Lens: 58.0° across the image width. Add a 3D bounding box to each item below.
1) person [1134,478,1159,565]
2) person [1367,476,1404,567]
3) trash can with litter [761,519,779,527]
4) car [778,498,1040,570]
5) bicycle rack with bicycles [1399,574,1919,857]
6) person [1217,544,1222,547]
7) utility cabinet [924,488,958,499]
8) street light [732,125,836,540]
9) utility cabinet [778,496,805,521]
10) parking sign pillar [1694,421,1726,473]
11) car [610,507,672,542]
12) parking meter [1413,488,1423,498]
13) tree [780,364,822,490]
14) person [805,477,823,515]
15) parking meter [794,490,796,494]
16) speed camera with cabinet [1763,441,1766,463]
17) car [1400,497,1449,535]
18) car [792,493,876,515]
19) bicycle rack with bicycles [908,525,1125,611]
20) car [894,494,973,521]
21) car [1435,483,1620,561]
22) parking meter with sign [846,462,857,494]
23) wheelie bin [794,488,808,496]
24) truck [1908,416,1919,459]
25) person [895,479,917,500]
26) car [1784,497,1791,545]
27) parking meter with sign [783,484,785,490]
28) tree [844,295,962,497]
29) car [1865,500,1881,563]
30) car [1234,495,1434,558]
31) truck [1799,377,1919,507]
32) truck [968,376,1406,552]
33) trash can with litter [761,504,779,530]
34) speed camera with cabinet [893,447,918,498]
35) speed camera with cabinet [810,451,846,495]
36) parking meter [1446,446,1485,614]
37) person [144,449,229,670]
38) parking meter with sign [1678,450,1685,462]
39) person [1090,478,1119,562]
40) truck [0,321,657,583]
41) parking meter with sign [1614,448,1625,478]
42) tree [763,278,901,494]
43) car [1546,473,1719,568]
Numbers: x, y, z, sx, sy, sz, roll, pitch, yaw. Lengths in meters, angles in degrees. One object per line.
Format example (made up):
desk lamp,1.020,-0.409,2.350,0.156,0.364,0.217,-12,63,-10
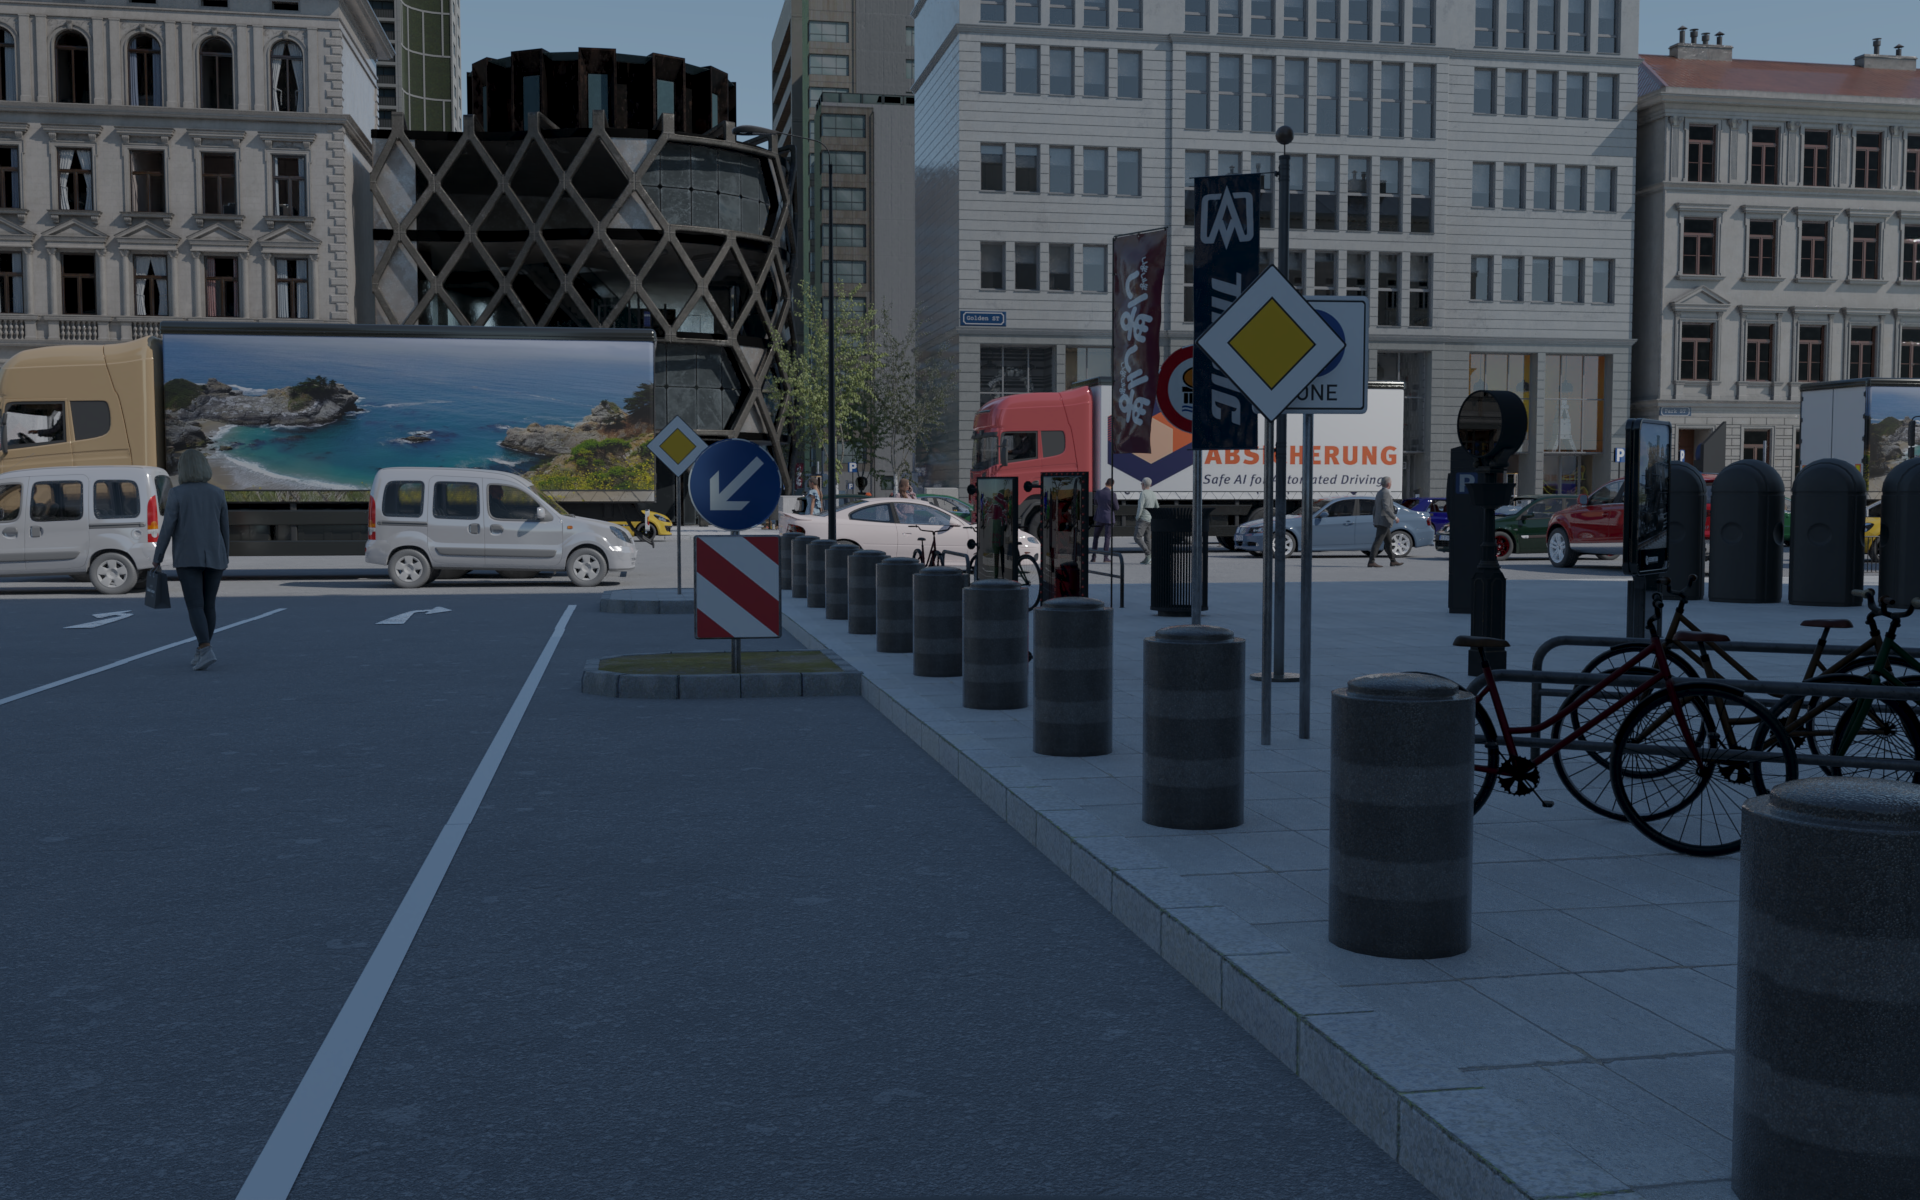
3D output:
person,3.879,-1.616,35.408,0.515,1.767,0.782,3,4,36
person,8.364,-1.528,33.876,0.834,1.777,0.661,-1,4,-12
trash can with litter,-7.087,-3.382,66.688,1.055,1.170,0.624,-2,4,-29
car,-0.904,-1.163,31.381,4.827,1.381,2.083,-1,4,-11
bicycle rack with bicycles,3.210,0.399,6.852,2.925,0.926,2.852,2,4,28
person,7.295,-2.340,47.111,0.624,1.780,0.694,1,4,8
utility cabinet,-0.656,-3.204,61.061,1.173,1.500,0.318,-1,4,-19
street light,-2.178,-3.029,22.068,1.470,5.913,1.316,-1,4,-11
utility cabinet,-5.927,-3.061,61.214,1.020,1.237,0.306,-3,5,-43
parking sign pillar,27.674,-4.618,63.971,1.447,3.967,1.447,-2,4,-32
car,-10.714,-2.576,52.344,3.980,1.641,2.015,-1,4,-12
parking meter,18.363,-3.734,69.468,0.372,1.533,0.369,0,3,0
tree,-8.982,-8.613,91.187,4.360,8.622,3.978,0,3,0
person,-3.245,-1.864,39.068,0.778,1.811,0.616,2,4,33
parking meter,-10.019,-5.990,106.340,0.372,1.533,0.369,0,3,0
speed camera with cabinet,29.303,-4.308,64.767,0.660,3.252,2.038,-2,4,-32
car,15.025,-2.463,52.858,3.894,1.354,1.945,-1,4,-12
car,-2.515,-2.153,44.986,4.222,1.686,2.009,-1,4,-11
bicycle rack with bicycles,0.706,-0.407,20.044,2.852,0.926,2.925,-1,4,-9
car,-0.571,-2.245,48.503,4.920,1.459,2.131,-1,4,-12
car,12.569,-1.725,37.995,4.222,1.686,2.009,-1,4,-11
parking meter with sign,-6.050,-6.090,95.826,0.543,3.016,1.738,-1,4,-12
wheelie bin,-8.849,-5.411,96.377,0.693,1.594,0.980,-3,5,-42
truck,22.807,-2.298,33.504,9.791,3.379,3.469,-1,4,-9
person,-1.235,-1.631,35.749,0.643,1.750,0.593,3,4,38
car,22.071,-2.188,47.573,4.920,1.459,2.131,-1,4,-10
parking meter with sign,-11.501,-7.177,113.611,0.543,3.016,1.738,-1,4,-22
tree,-2.182,-7.017,65.094,4.360,8.622,3.978,0,3,0
car,20.282,-1.640,37.037,3.980,1.641,2.015,-1,4,-10
car,8.489,-1.679,39.453,4.499,1.417,2.014,-1,4,-9
truck,26.990,-3.365,43.924,11.283,4.237,2.839,-1,4,-12
truck,5.250,-3.299,42.845,11.283,4.237,2.839,-1,4,-12
trash can with litter,-6.388,-3.172,62.926,1.678,1.210,2.233,3,5,39
speed camera with cabinet,-2.303,-4.789,72.641,0.660,3.252,2.038,-1,4,-17
speed camera with cabinet,-6.090,-5.237,79.956,0.660,3.252,2.038,2,4,31
parking meter,5.437,-0.790,18.620,0.399,1.863,0.255,1,4,22
person,-6.319,-0.337,14.194,0.709,1.800,0.728,-3,5,-43
parking meter with sign,27.783,-4.439,68.845,1.738,3.016,0.543,3,5,39
person,3.059,-1.683,36.470,0.683,1.767,0.568,2,4,26
truck,-10.896,-2.490,29.628,11.283,4.237,2.839,-1,4,-10
parking meter with sign,25.238,-4.177,64.563,0.543,3.016,1.738,-2,4,-29
tree,-4.387,-6.593,58.164,4.737,8.622,4.395,0,3,0
car,12.906,-1.443,32.260,2.281,1.827,5.304,-1,4,-11
